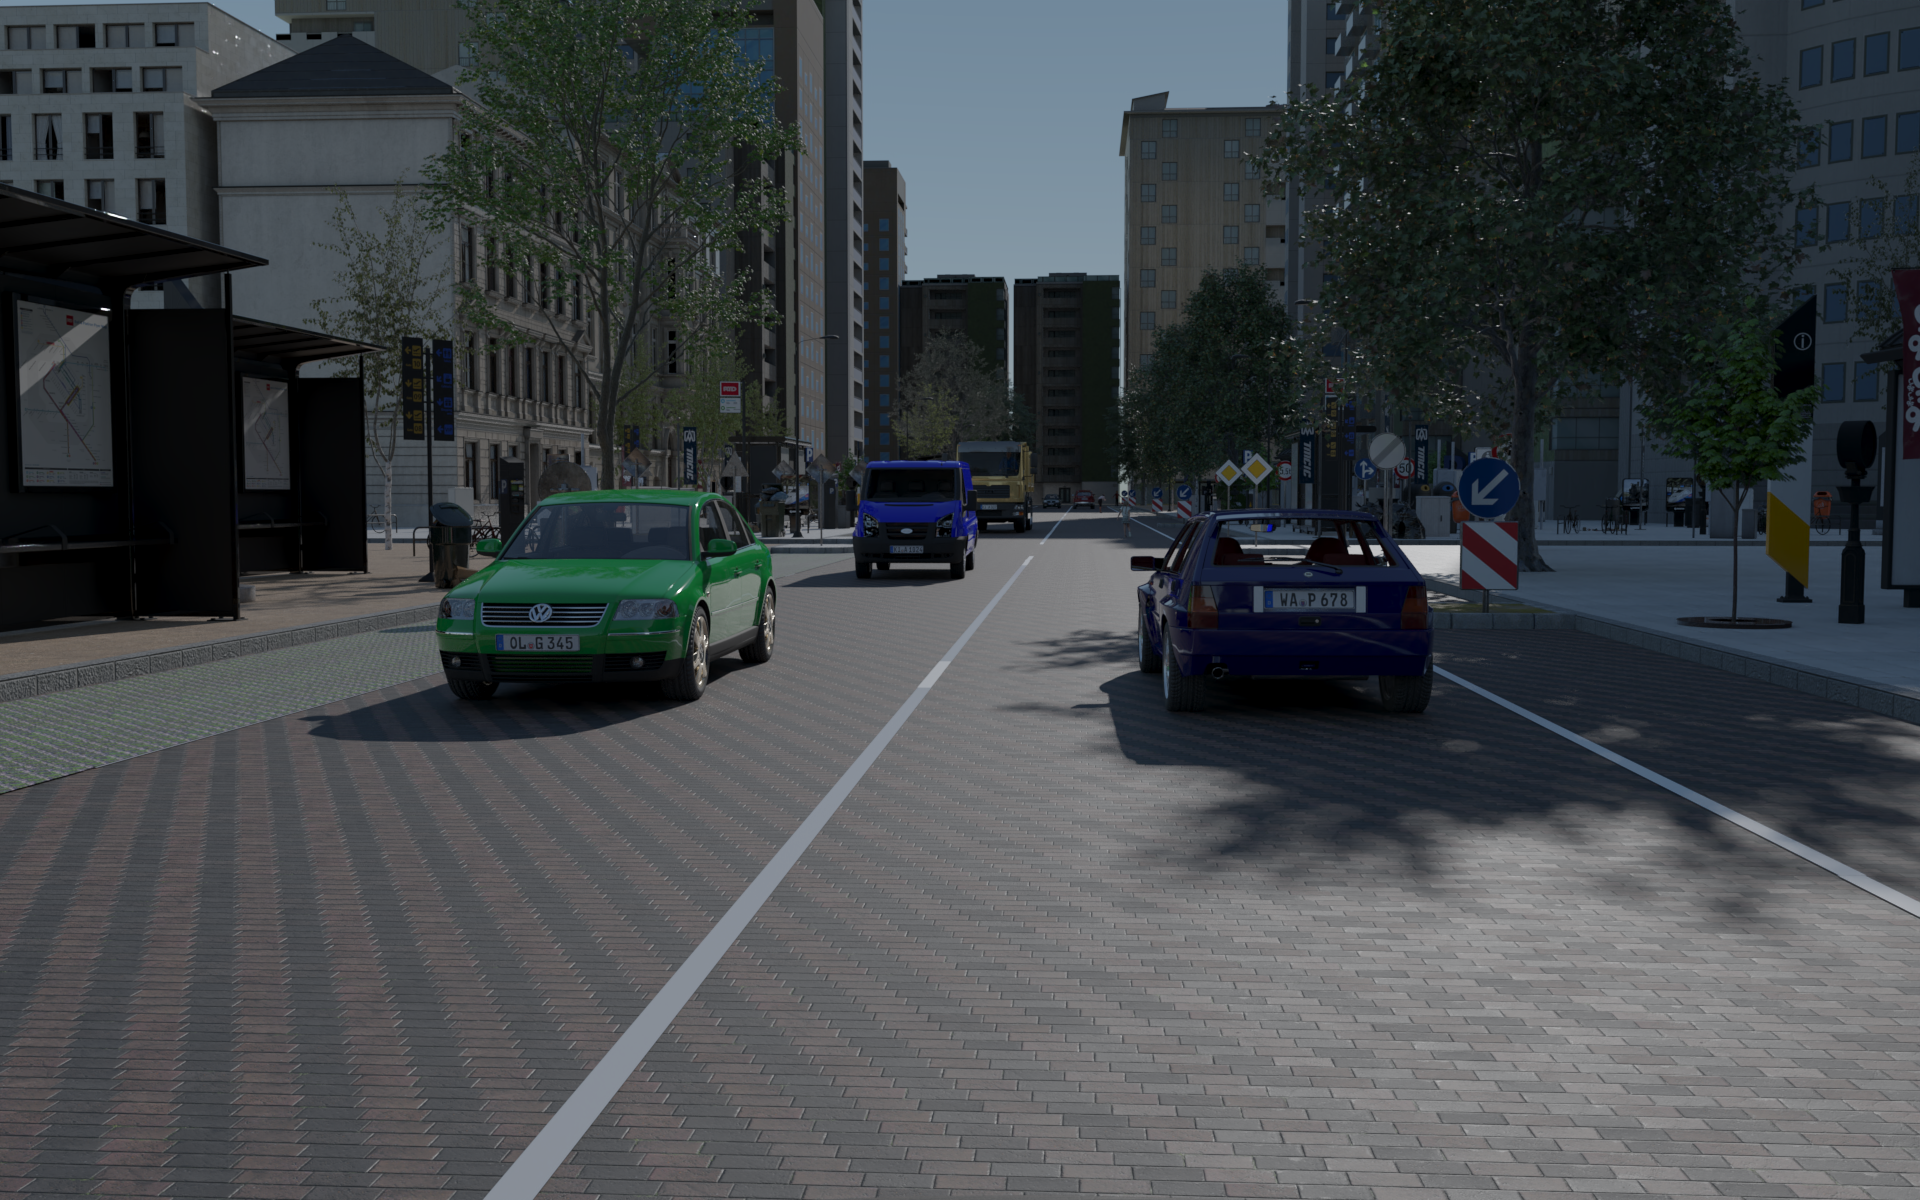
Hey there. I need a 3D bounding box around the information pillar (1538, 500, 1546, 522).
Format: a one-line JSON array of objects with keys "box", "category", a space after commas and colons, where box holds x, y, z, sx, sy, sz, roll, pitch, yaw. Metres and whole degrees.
[{"box": [26.889, -4.626, 80.128, 0.304, 2.012, 0.304, 0, 4, -6], "category": "information pillar"}]

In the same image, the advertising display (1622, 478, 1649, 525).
[{"box": [27.706, -4.032, 71.141, 0.974, 1.923, 0.123, 0, 4, 8], "category": "advertising display"}]

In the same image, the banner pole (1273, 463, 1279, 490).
[{"box": [22.704, -8.157, 123.382, 0.863, 3.779, 0.401, 2, 4, 25], "category": "banner pole"}]

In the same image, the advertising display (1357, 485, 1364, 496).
[{"box": [27.013, -6.873, 117.585, 0.123, 1.923, 0.974, -3, 5, -43], "category": "advertising display"}]

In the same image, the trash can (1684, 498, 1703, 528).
[{"box": [27.788, -3.300, 65.600, 0.748, 1.137, 0.748, 0, 3, 0], "category": "trash can"}]

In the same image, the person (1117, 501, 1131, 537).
[{"box": [5.452, -2.686, 57.437, 0.505, 1.210, 0.382, 1, 4, 15], "category": "person"}]

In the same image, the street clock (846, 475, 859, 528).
[{"box": [-4.127, -3.783, 66.428, 0.471, 2.002, 0.358, 1, 4, 12], "category": "street clock"}]

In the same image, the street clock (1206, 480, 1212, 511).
[{"box": [13.185, -5.336, 91.816, 0.358, 2.002, 0.471, 1, 4, 9], "category": "street clock"}]

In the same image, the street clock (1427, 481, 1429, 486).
[{"box": [24.243, -5.235, 90.170, 0.358, 2.002, 0.471, 1, 4, 22], "category": "street clock"}]

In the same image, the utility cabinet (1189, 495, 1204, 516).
[{"box": [13.867, -5.517, 101.366, 0.306, 1.237, 1.020, -2, 4, -35], "category": "utility cabinet"}]

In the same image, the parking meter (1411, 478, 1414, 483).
[{"box": [16.626, -3.511, 63.109, 0.255, 1.863, 0.399, -2, 4, -34], "category": "parking meter"}]

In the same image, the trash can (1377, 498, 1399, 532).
[{"box": [13.847, -2.714, 56.035, 0.748, 1.137, 0.748, 0, 3, 0], "category": "trash can"}]

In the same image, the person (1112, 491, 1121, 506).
[{"box": [17.994, -11.615, 198.368, 1.348, 1.831, 0.705, -2, 4, -25], "category": "person"}]

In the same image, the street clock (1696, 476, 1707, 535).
[{"box": [23.503, -3.068, 54.733, 0.471, 2.002, 0.358, 2, 4, 27], "category": "street clock"}]

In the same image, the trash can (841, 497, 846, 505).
[{"box": [-5.838, -4.763, 89.530, 0.748, 1.137, 0.748, 0, 3, 0], "category": "trash can"}]

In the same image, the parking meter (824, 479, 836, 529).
[{"box": [-4.760, -3.525, 63.351, 0.399, 1.863, 0.255, -3, 5, -44], "category": "parking meter"}]

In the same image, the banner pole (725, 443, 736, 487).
[{"box": [-10.193, -5.338, 77.290, 0.863, 3.779, 0.401, 2, 4, 34], "category": "banner pole"}]

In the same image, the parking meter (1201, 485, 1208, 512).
[{"box": [16.558, -6.819, 117.205, 0.399, 1.863, 0.255, -1, 4, -14], "category": "parking meter"}]

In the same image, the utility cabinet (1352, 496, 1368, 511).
[{"box": [15.124, -3.340, 65.776, 0.306, 1.237, 1.020, -1, 4, -14], "category": "utility cabinet"}]

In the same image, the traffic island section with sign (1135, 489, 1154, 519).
[{"box": [11.413, -5.680, 101.494, 1.989, 1.847, 2.006, 0, 4, 4], "category": "traffic island section with sign"}]

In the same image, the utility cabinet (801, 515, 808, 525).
[{"box": [-6.726, -3.785, 70.565, 1.173, 1.500, 0.318, -3, 5, -43], "category": "utility cabinet"}]

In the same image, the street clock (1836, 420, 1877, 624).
[{"box": [8.842, -0.768, 17.120, 0.471, 2.002, 0.358, -3, 5, -44], "category": "street clock"}]

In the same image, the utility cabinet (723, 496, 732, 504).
[{"box": [-8.195, -2.941, 59.245, 0.306, 1.237, 1.020, 2, 4, 27], "category": "utility cabinet"}]

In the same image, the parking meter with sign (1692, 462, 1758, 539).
[{"box": [22.020, -3.278, 49.849, 1.738, 3.016, 0.543, 3, 4, 36], "category": "parking meter with sign"}]

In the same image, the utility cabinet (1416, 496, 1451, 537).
[{"box": [14.183, -2.492, 51.912, 1.020, 1.237, 0.306, -1, 4, -18], "category": "utility cabinet"}]

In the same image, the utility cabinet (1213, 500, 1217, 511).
[{"box": [14.958, -5.360, 98.794, 1.020, 1.237, 0.306, -1, 4, -9], "category": "utility cabinet"}]

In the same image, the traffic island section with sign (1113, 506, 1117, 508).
[{"box": [16.878, -10.426, 179.090, 1.989, 1.847, 2.006, 0, 4, 4], "category": "traffic island section with sign"}]

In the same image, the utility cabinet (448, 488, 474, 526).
[{"box": [-17.517, -3.185, 60.761, 0.318, 1.500, 1.173, 1, 4, 15], "category": "utility cabinet"}]

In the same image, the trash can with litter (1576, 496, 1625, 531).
[{"box": [22.263, -3.005, 60.182, 2.233, 1.210, 1.678, -1, 4, -12], "category": "trash can with litter"}]

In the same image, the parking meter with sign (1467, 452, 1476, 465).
[{"box": [21.185, -4.671, 72.624, 0.543, 3.016, 1.738, 0, 4, -8], "category": "parking meter with sign"}]

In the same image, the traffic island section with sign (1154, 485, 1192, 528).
[{"box": [9.509, -4.035, 74.606, 1.989, 1.847, 2.006, 0, 4, 4], "category": "traffic island section with sign"}]

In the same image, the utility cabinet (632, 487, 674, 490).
[{"box": [-9.226, -2.639, 51.824, 1.173, 1.500, 0.318, -3, 5, -44], "category": "utility cabinet"}]

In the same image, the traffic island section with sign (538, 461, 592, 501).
[{"box": [-4.716, -0.706, 20.170, 1.989, 1.847, 2.006, 0, 4, 4], "category": "traffic island section with sign"}]

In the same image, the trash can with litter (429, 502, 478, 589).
[{"box": [-6.735, -0.737, 23.437, 0.624, 1.170, 1.055, -3, 5, -42], "category": "trash can with litter"}]

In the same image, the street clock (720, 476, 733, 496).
[{"box": [-9.235, -3.909, 68.476, 0.471, 2.002, 0.358, -1, 4, -20], "category": "street clock"}]

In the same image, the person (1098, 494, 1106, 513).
[{"box": [10.619, -7.208, 129.542, 0.628, 1.438, 0.799, 0, 4, 3], "category": "person"}]

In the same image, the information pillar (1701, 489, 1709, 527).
[{"box": [29.015, -3.842, 67.310, 0.304, 2.012, 0.304, 0, 4, 5], "category": "information pillar"}]

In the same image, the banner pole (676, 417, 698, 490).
[{"box": [-8.955, -4.067, 56.512, 0.863, 3.779, 0.401, -2, 4, -29], "category": "banner pole"}]

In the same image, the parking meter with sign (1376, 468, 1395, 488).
[{"box": [26.889, -6.979, 110.366, 1.738, 3.016, 0.543, -1, 4, -8], "category": "parking meter with sign"}]

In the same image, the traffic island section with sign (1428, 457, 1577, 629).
[{"box": [5.622, -0.657, 19.367, 1.989, 1.847, 2.006, 0, 4, 4], "category": "traffic island section with sign"}]

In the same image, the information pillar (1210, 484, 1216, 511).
[{"box": [18.144, -7.326, 124.265, 0.304, 2.012, 0.304, -3, 5, -42], "category": "information pillar"}]

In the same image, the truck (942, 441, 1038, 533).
[{"box": [1.365, -4.295, 66.142, 3.469, 3.379, 9.791, 0, 4, 5], "category": "truck"}]

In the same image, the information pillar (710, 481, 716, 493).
[{"box": [-13.705, -5.599, 96.028, 0.304, 2.012, 0.304, -2, 4, -28], "category": "information pillar"}]

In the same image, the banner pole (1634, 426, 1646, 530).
[{"box": [24.302, -4.383, 61.683, 0.401, 3.779, 0.863, 1, 4, 14], "category": "banner pole"}]

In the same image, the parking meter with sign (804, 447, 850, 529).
[{"box": [-4.916, -4.174, 64.512, 1.738, 3.016, 0.543, 2, 4, 25], "category": "parking meter with sign"}]

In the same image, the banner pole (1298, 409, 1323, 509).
[{"box": [10.266, -3.696, 50.453, 0.863, 3.779, 0.401, 0, 4, -6], "category": "banner pole"}]

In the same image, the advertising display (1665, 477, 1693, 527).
[{"box": [28.029, -3.809, 67.498, 0.974, 1.923, 0.123, 1, 4, 16], "category": "advertising display"}]

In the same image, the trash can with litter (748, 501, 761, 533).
[{"box": [-6.645, -2.828, 57.621, 0.624, 1.170, 1.055, 2, 4, 34], "category": "trash can with litter"}]

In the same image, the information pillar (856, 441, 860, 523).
[{"box": [-4.475, -5.195, 76.288, 0.183, 3.616, 0.504, 0, 4, -6], "category": "information pillar"}]

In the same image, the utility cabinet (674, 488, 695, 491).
[{"box": [-10.256, -3.333, 63.178, 1.173, 1.500, 0.318, 2, 4, 25], "category": "utility cabinet"}]

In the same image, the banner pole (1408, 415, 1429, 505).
[{"box": [14.459, -3.967, 54.871, 0.863, 3.779, 0.401, -1, 4, -9], "category": "banner pole"}]

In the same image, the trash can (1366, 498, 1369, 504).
[{"box": [14.970, -3.120, 62.665, 0.748, 1.137, 0.748, 0, 3, 0], "category": "trash can"}]

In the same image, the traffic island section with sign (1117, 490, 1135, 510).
[{"box": [14.941, -8.743, 151.571, 1.989, 1.847, 2.006, 0, 4, 4], "category": "traffic island section with sign"}]

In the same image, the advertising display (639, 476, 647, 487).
[{"box": [-11.741, -3.590, 63.904, 0.123, 1.923, 0.974, -2, 4, -25], "category": "advertising display"}]

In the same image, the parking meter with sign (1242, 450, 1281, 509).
[{"box": [11.838, -4.374, 67.783, 0.543, 3.016, 1.738, -3, 4, -37], "category": "parking meter with sign"}]

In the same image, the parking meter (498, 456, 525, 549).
[{"box": [-6.914, -1.288, 26.769, 0.255, 1.863, 0.399, -3, 5, -39], "category": "parking meter"}]

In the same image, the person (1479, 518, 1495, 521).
[{"box": [13.408, -2.149, 43.660, 0.654, 1.822, 0.581, 0, 4, 3], "category": "person"}]

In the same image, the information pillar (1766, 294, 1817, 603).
[{"box": [9.794, -1.776, 20.396, 0.504, 3.616, 0.183, 0, 4, 3], "category": "information pillar"}]

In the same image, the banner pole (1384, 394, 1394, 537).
[{"box": [9.555, -2.972, 38.617, 0.401, 3.779, 0.863, 2, 4, 29], "category": "banner pole"}]
